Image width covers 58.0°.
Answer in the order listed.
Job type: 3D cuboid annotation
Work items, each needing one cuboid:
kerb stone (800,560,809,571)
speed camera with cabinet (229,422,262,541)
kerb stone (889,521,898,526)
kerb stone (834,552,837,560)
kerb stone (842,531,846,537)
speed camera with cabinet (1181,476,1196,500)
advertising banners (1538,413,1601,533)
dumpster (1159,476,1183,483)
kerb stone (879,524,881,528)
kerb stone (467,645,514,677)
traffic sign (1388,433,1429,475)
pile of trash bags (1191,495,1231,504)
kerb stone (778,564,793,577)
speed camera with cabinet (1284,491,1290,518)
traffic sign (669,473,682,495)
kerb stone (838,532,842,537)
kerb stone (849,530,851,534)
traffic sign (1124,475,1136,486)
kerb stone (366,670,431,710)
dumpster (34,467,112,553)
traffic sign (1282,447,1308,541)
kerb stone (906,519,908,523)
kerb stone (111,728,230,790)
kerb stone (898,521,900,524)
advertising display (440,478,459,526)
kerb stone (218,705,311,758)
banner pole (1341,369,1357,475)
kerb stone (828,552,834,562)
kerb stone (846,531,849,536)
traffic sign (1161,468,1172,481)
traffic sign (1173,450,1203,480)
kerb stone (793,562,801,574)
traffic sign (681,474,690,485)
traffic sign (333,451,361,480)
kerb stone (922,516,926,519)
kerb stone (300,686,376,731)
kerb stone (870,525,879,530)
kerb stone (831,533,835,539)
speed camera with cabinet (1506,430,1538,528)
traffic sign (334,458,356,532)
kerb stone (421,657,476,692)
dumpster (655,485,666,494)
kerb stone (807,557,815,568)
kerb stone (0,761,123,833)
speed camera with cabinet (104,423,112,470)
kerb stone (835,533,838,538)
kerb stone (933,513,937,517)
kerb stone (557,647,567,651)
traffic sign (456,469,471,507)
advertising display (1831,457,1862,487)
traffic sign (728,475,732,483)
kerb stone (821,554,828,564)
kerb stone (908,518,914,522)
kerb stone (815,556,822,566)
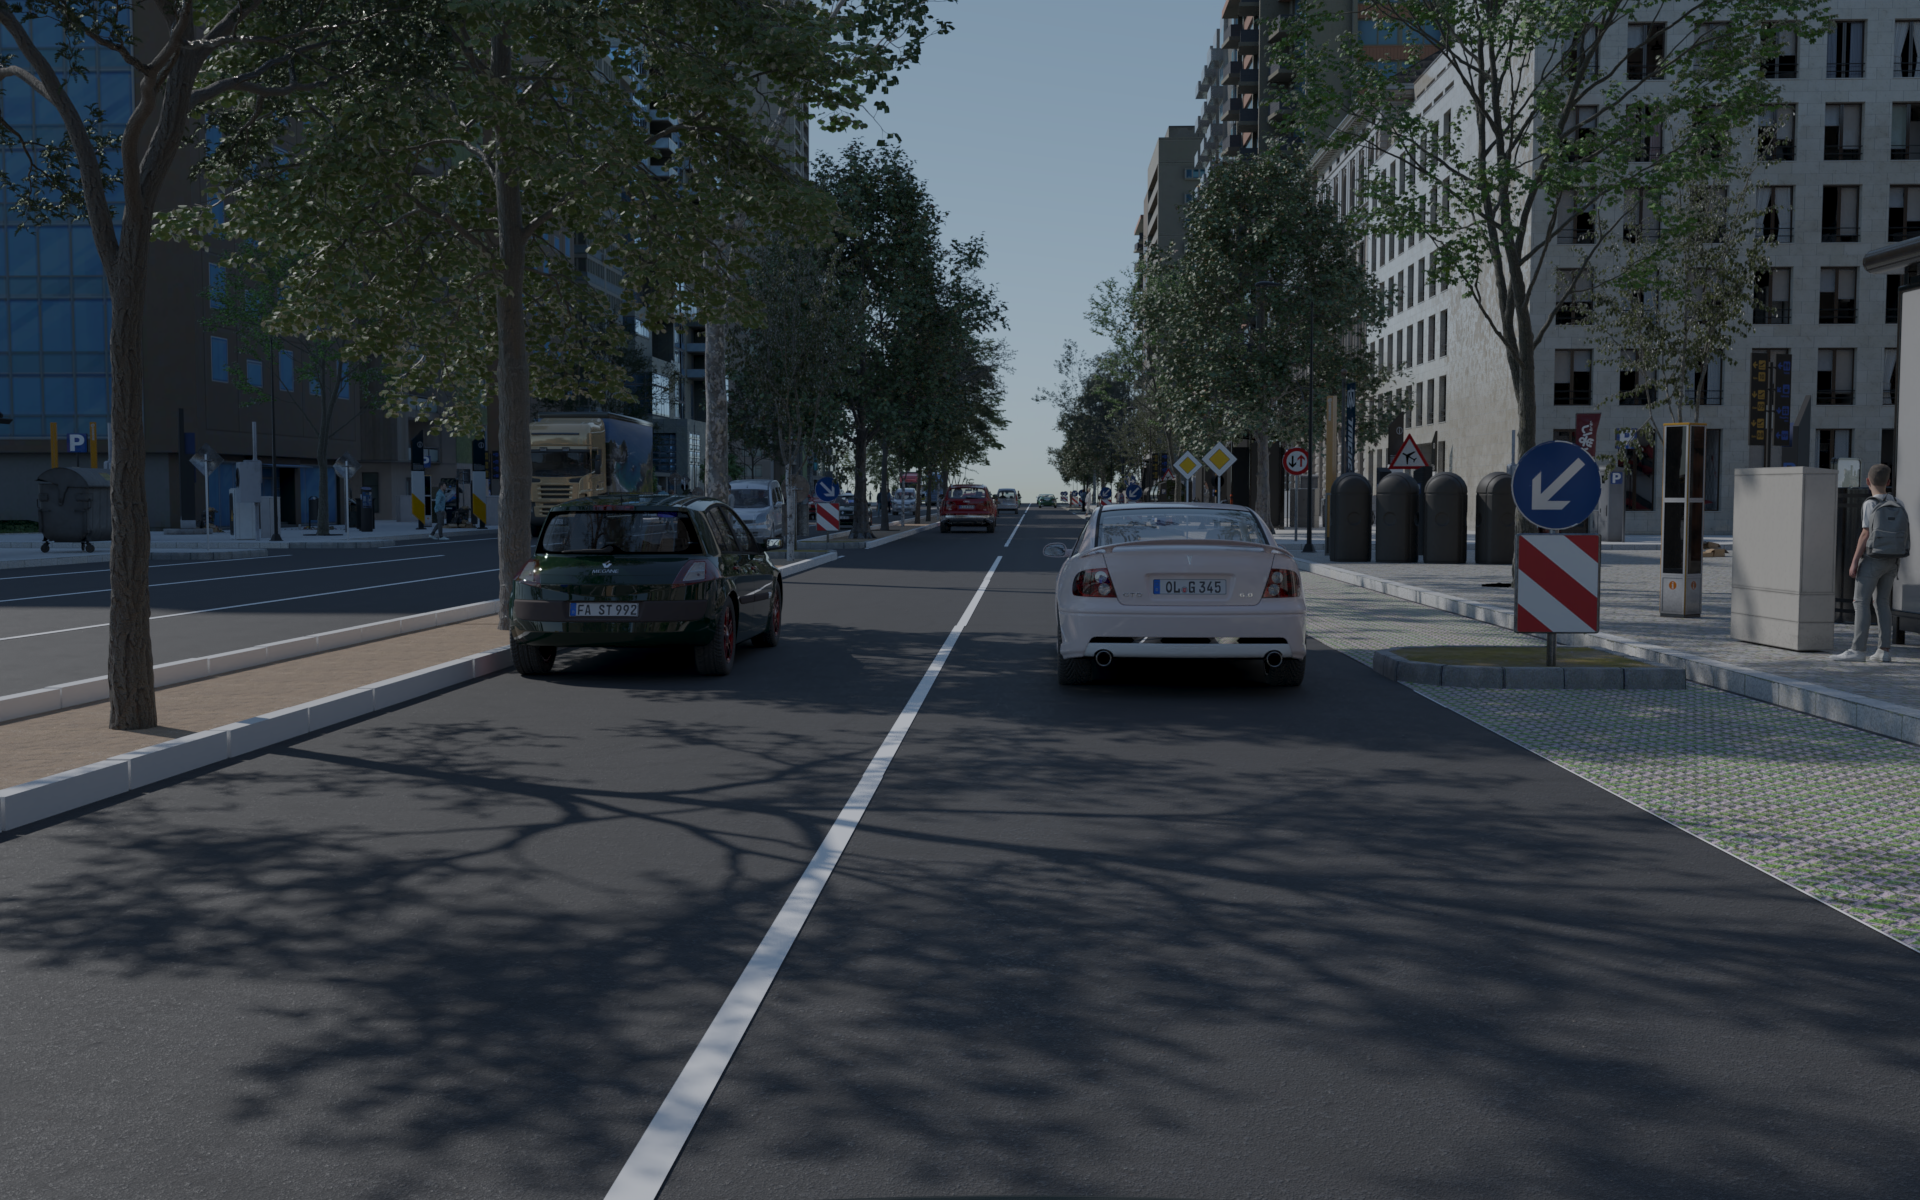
[{"bbox_3d":[-3.010,-0.625,32.454,0.120,0.150,1.000,0,4,3],"label":"kerb stone"},{"bbox_3d":[-19.828,-3.282,48.004,0.660,3.252,2.038,-2,4,-30],"label":"speed camera with cabinet"},{"bbox_3d":[-3.060,-3.487,79.200,0.120,0.150,1.000,0,4,3],"label":"kerb stone"},{"bbox_3d":[-2.788,-0.941,37.583,0.120,0.150,1.000,0,4,3],"label":"kerb stone"},{"bbox_3d":[-4.008,-2.167,57.665,0.120,0.150,1.000,0,4,3],"label":"kerb stone"},{"bbox_3d":[15.062,-7.308,113.821,2.038,3.252,0.660,1,4,9],"label":"speed camera with cabinet"},{"bbox_3d":[12.780,-2.531,37.573,2.074,3.025,0.090,1,4,17],"label":"advertising banners"},{"bbox_3d":[10.703,-5.315,89.388,1.502,2.255,1.985,0,4,2],"label":"dumpster"},{"bbox_3d":[-3.424,-2.985,71.003,0.120,0.150,1.000,0,4,3],"label":"kerb stone"},{"bbox_3d":[-3.820,0.501,14.001,0.120,0.150,1.000,0,4,3],"label":"kerb stone"},{"bbox_3d":[9.631,-2.274,37.192,0.884,2.594,0.081,1,4,9],"label":"traffic sign"},{"bbox_3d":[11.632,-4.174,78.000,1.912,1.369,3.447,-2,4,-27],"label":"pile of trash bags"},{"bbox_3d":[-3.100,-0.499,30.397,0.120,0.150,1.000,0,4,3],"label":"kerb stone"},{"bbox_3d":[16.886,-5.980,92.102,2.038,3.252,0.660,3,5,43],"label":"speed camera with cabinet"},{"bbox_3d":[-16.926,-6.289,102.938,0.768,2.556,0.104,0,4,5],"label":"traffic sign"},{"bbox_3d":[-4.048,-2.105,56.641,0.120,0.150,1.000,0,4,3],"label":"kerb stone"},{"bbox_3d":[-3.908,-2.290,59.712,0.120,0.150,1.000,0,4,3],"label":"kerb stone"},{"bbox_3d":[11.063,-6.882,112.621,0.768,2.556,0.104,1,4,10],"label":"traffic sign"},{"bbox_3d":[-3.907,0.626,11.955,0.120,0.150,1.000,0,4,3],"label":"kerb stone"},{"bbox_3d":[-19.452,-1.998,38.432,1.264,1.857,1.865,0,4,2],"label":"dumpster"},{"bbox_3d":[9.139,-2.871,47.039,0.768,2.556,0.104,1,4,12],"label":"traffic sign"},{"bbox_3d":[-2.784,-3.862,85.347,0.120,0.150,1.000,0,4,3],"label":"kerb stone"},{"bbox_3d":[-4.054,0.814,8.892,0.120,0.150,1.000,0,4,3],"label":"kerb stone"},{"bbox_3d":[-3.017,-3.549,80.221,0.120,0.150,1.000,0,4,3],"label":"kerb stone"},{"bbox_3d":[-20.462,-3.930,69.466,0.974,1.923,0.123,2,4,35],"label":"advertising display"},{"bbox_3d":[-4.000,0.751,9.913,0.120,0.150,1.000,0,4,3],"label":"kerb stone"},{"bbox_3d":[7.712,-2.721,34.501,0.401,3.779,0.863,-1,4,-9],"label":"banner pole"},{"bbox_3d":[-2.839,-0.875,36.554,0.120,0.150,1.000,0,4,3],"label":"kerb stone"},{"bbox_3d":[-3.961,-2.232,58.686,0.120,0.150,1.000,0,4,3],"label":"kerb stone"},{"bbox_3d":[10.569,-5.376,87.903,0.884,2.594,0.081,0,4,3],"label":"traffic sign"},{"bbox_3d":[6.080,-2.688,46.146,0.795,2.593,0.064,0,4,3],"label":"traffic sign"},{"bbox_3d":[-3.055,-0.564,31.424,0.120,0.150,1.000,0,4,3],"label":"kerb stone"},{"bbox_3d":[-17.867,-6.890,112.377,0.795,2.593,0.064,0,4,7],"label":"traffic sign"},{"bbox_3d":[-16.692,-2.751,47.163,0.795,2.593,0.064,0,4,3],"label":"traffic sign"},{"bbox_3d":[-2.106,-4.801,100.696,0.120,0.150,1.000,0,4,3],"label":"kerb stone"},{"bbox_3d":[-3.956,0.691,10.934,0.120,0.150,1.000,0,4,3],"label":"kerb stone"},{"bbox_3d":[-3.469,-2.923,69.979,0.120,0.150,1.000,0,4,3],"label":"kerb stone"},{"bbox_3d":[-4.145,-1.977,54.585,0.120,0.150,1.000,0,4,3],"label":"kerb stone"},{"bbox_3d":[17.241,-3.572,52.743,0.660,3.252,2.038,0,4,-1],"label":"speed camera with cabinet"},{"bbox_3d":[-20.528,-3.532,57.855,0.768,2.556,0.104,0,4,4],"label":"traffic sign"},{"bbox_3d":[-3.871,0.565,12.977,0.120,0.150,1.000,0,4,3],"label":"kerb stone"},{"bbox_3d":[-17.988,-5.832,101.115,1.264,1.857,1.865,0,4,2],"label":"dumpster"},{"bbox_3d":[-2.966,-0.690,33.475,0.120,0.150,1.000,0,4,3],"label":"kerb stone"},{"bbox_3d":[-4.097,0.881,7.864,0.120,0.150,1.000,0,4,3],"label":"kerb stone"},{"bbox_3d":[-23.014,-3.264,47.703,0.660,3.252,2.038,-3,4,-38],"label":"speed camera with cabinet"},{"bbox_3d":[-4.100,-2.043,55.606,0.120,0.150,1.000,0,4,3],"label":"kerb stone"},{"bbox_3d":[-1.616,-5.490,111.962,0.120,0.150,1.000,0,4,3],"label":"kerb stone"},{"bbox_3d":[-3.733,0.376,16.050,0.120,0.150,1.000,0,4,3],"label":"kerb stone"},{"bbox_3d":[-20.174,-4.175,70.398,0.606,2.300,0.079,0,4,7],"label":"traffic sign"},{"bbox_3d":[15.741,-1.566,30.812,0.974,1.923,0.123,-3,5,-39],"label":"advertising display"},{"bbox_3d":[-15.623,-7.089,116.018,0.768,2.556,0.104,0,4,5],"label":"traffic sign"},{"bbox_3d":[-2.879,-0.812,35.532,0.120,0.150,1.000,0,4,3],"label":"kerb stone"},{"bbox_3d":[-2.605,-4.112,89.430,0.120,0.150,1.000,0,4,3],"label":"kerb stone"},{"bbox_3d":[-2.918,-0.751,34.506,0.120,0.150,1.000,0,4,3],"label":"kerb stone"}]
